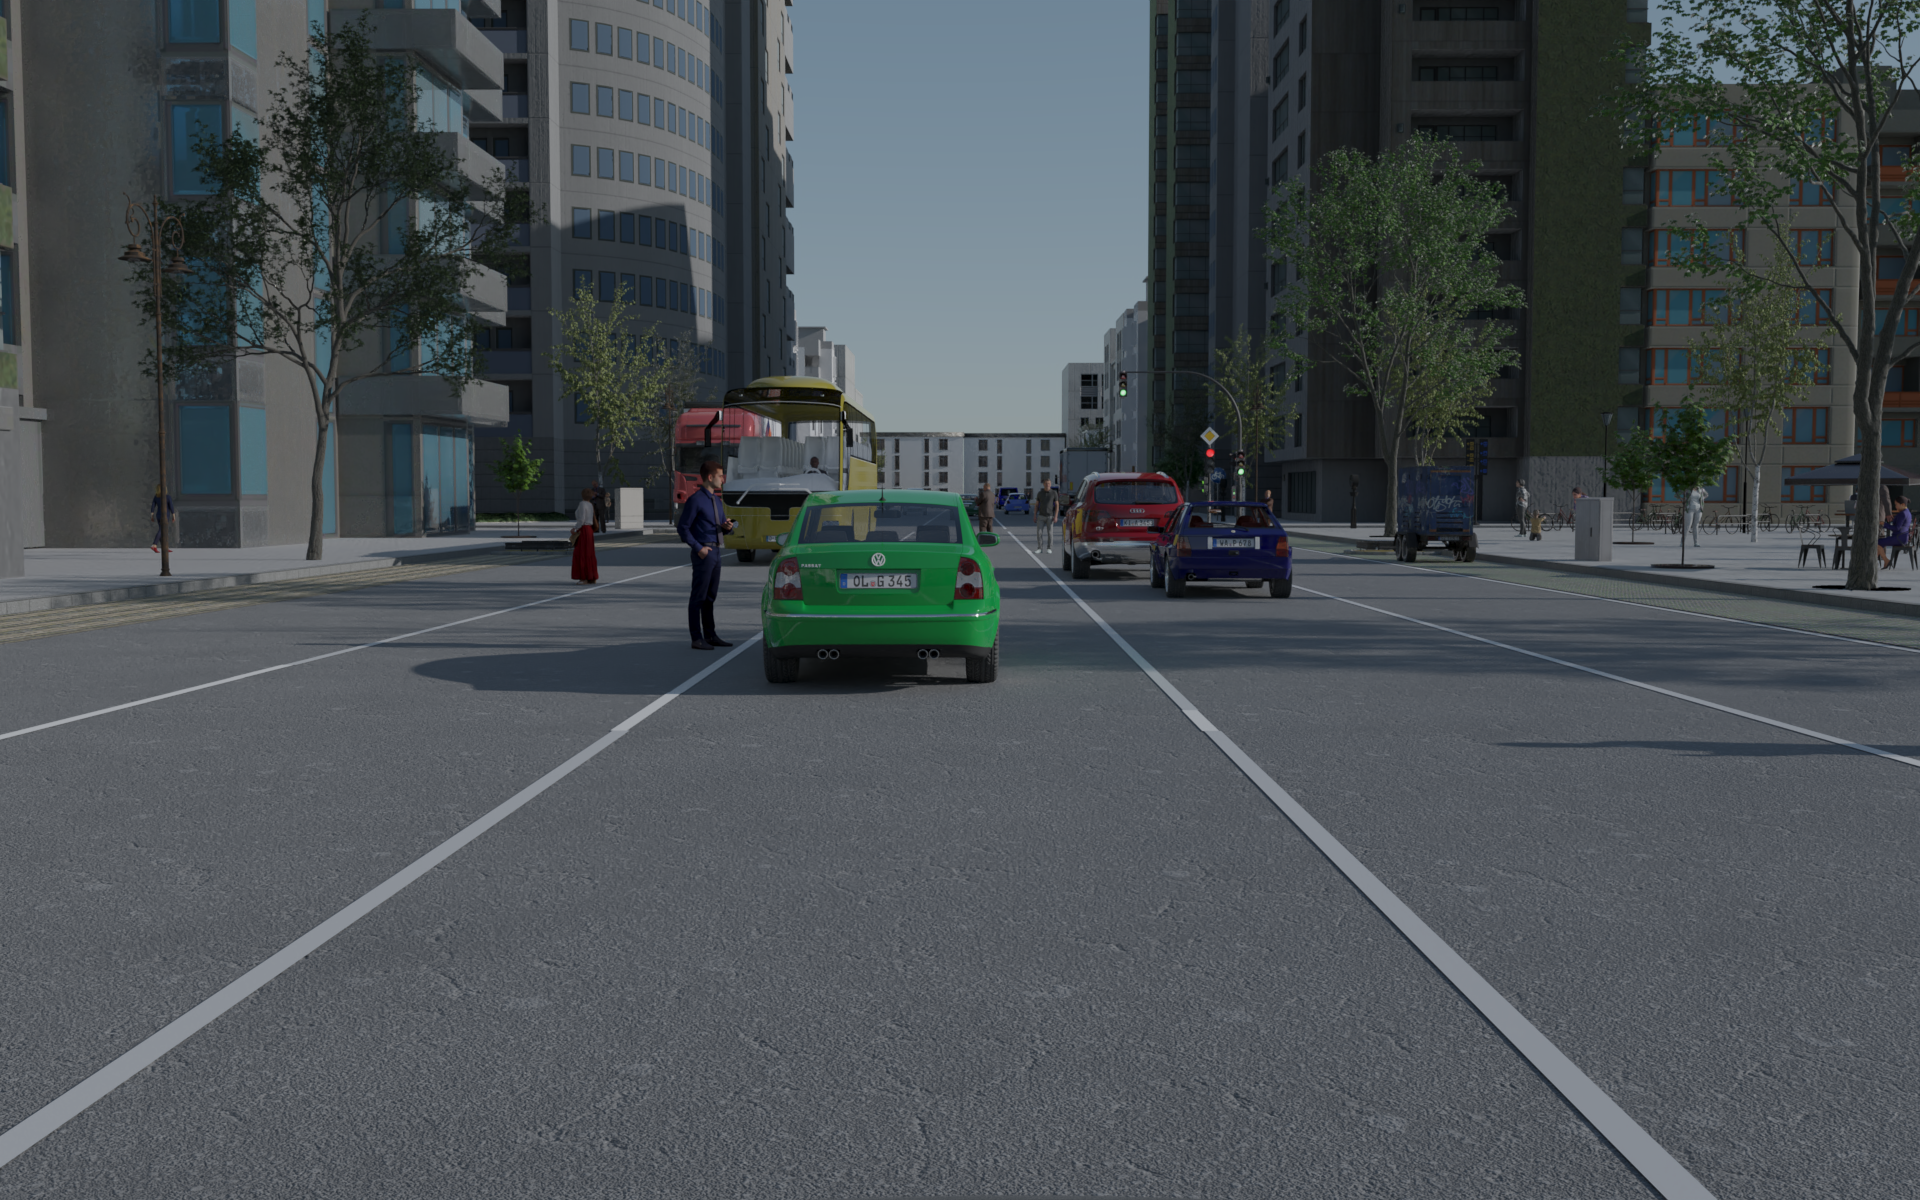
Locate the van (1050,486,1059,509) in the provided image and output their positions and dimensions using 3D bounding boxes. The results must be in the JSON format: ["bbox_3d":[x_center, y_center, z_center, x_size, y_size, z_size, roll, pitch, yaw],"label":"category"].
[{"bbox_3d":[7.680,-8.333,140.630,2.240,2.365,5.245,0,4,1],"label":"van"}]

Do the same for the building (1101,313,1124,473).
[{"bbox_3d":[24.277,-19.013,177.325,16.747,18.905,31.486,0,4,0],"label":"building"}]

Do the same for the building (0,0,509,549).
[{"bbox_3d":[-29.644,-26.282,49.321,30.456,49.044,23.786,0,4,0],"label":"building"}]

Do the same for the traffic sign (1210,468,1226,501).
[{"bbox_3d":[12.362,-5.074,83.066,0.768,2.556,0.104,0,4,5],"label":"traffic sign"}]

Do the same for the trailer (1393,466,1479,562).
[{"bbox_3d":[10.018,-1.838,37.095,1.471,1.999,3.904,0,4,2],"label":"trailer"}]

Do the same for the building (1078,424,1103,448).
[{"bbox_3d":[19.611,-16.251,207.843,9.099,9.664,28.070,0,4,0],"label":"building"}]

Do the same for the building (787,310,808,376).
[{"bbox_3d":[-22.294,-18.158,153.304,16.016,20.091,11.380,0,4,0],"label":"building"}]

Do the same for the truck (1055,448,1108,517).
[{"bbox_3d":[7.681,-7.411,110.078,2.839,4.237,11.283,0,4,0],"label":"truck"}]

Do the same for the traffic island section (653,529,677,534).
[{"bbox_3d":[-10.159,-2.571,64.316,2.009,0.180,2.903,0,4,0],"label":"traffic island section"}]

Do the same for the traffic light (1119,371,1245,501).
[{"bbox_3d":[8.210,-5.461,63.951,4.771,5.953,1.251,0,4,0],"label":"traffic light"}]

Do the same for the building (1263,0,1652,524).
[{"bbox_3d":[22.257,-18.868,80.194,14.107,30.474,14.160,0,4,0],"label":"building"}]

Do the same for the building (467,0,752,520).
[{"bbox_3d":[-23.789,-33.828,95.080,21.231,58.520,28.212,0,4,0],"label":"building"}]

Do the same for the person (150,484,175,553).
[{"bbox_3d":[-17.471,-1.792,37.879,0.480,1.512,0.613,0,4,-6],"label":"person"}]

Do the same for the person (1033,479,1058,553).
[{"bbox_3d":[2.066,-2.037,41.932,0.598,1.807,0.434,2,4,28],"label":"person"}]

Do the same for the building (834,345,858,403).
[{"bbox_3d":[-29.219,-21.218,213.363,31.486,18.905,16.747,0,4,0],"label":"building"}]

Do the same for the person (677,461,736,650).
[{"bbox_3d":[-2.295,-0.419,16.056,0.504,1.737,0.576,1,4,12],"label":"person"}]

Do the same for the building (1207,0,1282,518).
[{"bbox_3d":[25.703,-34.362,103.824,21.231,58.520,28.212,0,4,0],"label":"building"}]

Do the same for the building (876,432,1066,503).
[{"bbox_3d":[0.479,-18.145,238.812,28.070,9.664,9.099,0,4,0],"label":"building"}]

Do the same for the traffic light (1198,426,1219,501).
[{"bbox_3d":[10.348,-5.085,72.065,0.839,4.253,0.868,0,4,0],"label":"traffic light"}]

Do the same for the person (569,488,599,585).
[{"bbox_3d":[-5.951,-1.009,27.468,0.387,1.526,0.523,1,4,15],"label":"person"}]

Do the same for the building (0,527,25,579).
[{"bbox_3d":[-21.503,-20.495,18.696,14.154,41.232,14.086,0,4,0],"label":"building"}]

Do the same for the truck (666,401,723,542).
[{"bbox_3d":[-7.174,-4.025,54.728,2.839,4.237,11.283,0,4,-1],"label":"truck"}]

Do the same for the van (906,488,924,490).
[{"bbox_3d":[-3.075,-6.802,118.219,2.013,2.044,4.112,0,4,-1],"label":"van"}]

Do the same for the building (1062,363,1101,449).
[{"bbox_3d":[30.354,-22.936,241.458,31.486,18.905,16.747,0,4,0],"label":"building"}]

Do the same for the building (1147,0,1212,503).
[{"bbox_3d":[22.013,-27.895,139.682,14.154,41.232,14.086,0,4,0],"label":"building"}]

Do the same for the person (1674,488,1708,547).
[{"bbox_3d":[17.840,-2.167,42.189,0.841,1.734,0.376,0,4,3],"label":"person"}]

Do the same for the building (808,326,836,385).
[{"bbox_3d":[-21.720,-20.603,193.281,16.016,20.091,11.380,0,4,0],"label":"building"}]

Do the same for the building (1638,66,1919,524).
[{"bbox_3d":[43.799,-14.801,87.031,28.899,21.520,27.650,0,4,0],"label":"building"}]

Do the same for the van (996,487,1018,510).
[{"bbox_3d":[4.519,-9.637,161.944,2.240,2.365,5.245,0,4,0],"label":"van"}]

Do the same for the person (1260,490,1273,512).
[{"bbox_3d":[9.333,-2.573,52.830,0.388,1.546,0.482,-3,5,-41],"label":"person"}]

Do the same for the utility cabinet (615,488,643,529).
[{"bbox_3d":[-12.111,-3.343,63.333,0.318,1.500,1.173,2,4,33],"label":"utility cabinet"}]

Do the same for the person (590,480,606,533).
[{"bbox_3d":[-11.890,-3.064,56.821,0.565,1.739,0.600,-1,4,-13],"label":"person"}]

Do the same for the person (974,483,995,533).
[{"bbox_3d":[0.669,-2.378,48.073,0.600,1.739,0.565,1,4,16],"label":"person"}]

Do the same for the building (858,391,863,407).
[{"bbox_3d":[-29.777,-22.951,241.700,31.486,18.905,16.747,0,4,0],"label":"building"}]

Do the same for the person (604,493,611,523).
[{"bbox_3d":[-15.699,-4.081,76.670,0.340,1.345,0.435,1,4,18],"label":"person"}]

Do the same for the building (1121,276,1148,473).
[{"bbox_3d":[22.764,-18.317,155.903,16.016,20.091,11.380,0,4,0],"label":"building"}]

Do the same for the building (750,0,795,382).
[{"bbox_3d":[-27.044,-33.139,131.062,28.713,52.752,27.495,0,4,0],"label":"building"}]

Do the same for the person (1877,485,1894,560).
[{"bbox_3d":[17.782,-1.658,33.708,0.434,1.755,0.990,0,4,-5],"label":"person"}]

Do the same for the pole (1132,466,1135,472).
[{"bbox_3d":[12.594,-8.073,125.839,0.158,3.312,0.155,0,3,0],"label":"pole"}]

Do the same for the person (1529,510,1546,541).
[{"bbox_3d":[15.908,-2.066,47.753,0.347,0.859,0.695,2,4,30],"label":"person"}]

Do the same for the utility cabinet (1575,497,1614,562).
[{"bbox_3d":[12.212,-1.360,33.394,0.306,1.237,1.020,0,4,-6],"label":"utility cabinet"}]
